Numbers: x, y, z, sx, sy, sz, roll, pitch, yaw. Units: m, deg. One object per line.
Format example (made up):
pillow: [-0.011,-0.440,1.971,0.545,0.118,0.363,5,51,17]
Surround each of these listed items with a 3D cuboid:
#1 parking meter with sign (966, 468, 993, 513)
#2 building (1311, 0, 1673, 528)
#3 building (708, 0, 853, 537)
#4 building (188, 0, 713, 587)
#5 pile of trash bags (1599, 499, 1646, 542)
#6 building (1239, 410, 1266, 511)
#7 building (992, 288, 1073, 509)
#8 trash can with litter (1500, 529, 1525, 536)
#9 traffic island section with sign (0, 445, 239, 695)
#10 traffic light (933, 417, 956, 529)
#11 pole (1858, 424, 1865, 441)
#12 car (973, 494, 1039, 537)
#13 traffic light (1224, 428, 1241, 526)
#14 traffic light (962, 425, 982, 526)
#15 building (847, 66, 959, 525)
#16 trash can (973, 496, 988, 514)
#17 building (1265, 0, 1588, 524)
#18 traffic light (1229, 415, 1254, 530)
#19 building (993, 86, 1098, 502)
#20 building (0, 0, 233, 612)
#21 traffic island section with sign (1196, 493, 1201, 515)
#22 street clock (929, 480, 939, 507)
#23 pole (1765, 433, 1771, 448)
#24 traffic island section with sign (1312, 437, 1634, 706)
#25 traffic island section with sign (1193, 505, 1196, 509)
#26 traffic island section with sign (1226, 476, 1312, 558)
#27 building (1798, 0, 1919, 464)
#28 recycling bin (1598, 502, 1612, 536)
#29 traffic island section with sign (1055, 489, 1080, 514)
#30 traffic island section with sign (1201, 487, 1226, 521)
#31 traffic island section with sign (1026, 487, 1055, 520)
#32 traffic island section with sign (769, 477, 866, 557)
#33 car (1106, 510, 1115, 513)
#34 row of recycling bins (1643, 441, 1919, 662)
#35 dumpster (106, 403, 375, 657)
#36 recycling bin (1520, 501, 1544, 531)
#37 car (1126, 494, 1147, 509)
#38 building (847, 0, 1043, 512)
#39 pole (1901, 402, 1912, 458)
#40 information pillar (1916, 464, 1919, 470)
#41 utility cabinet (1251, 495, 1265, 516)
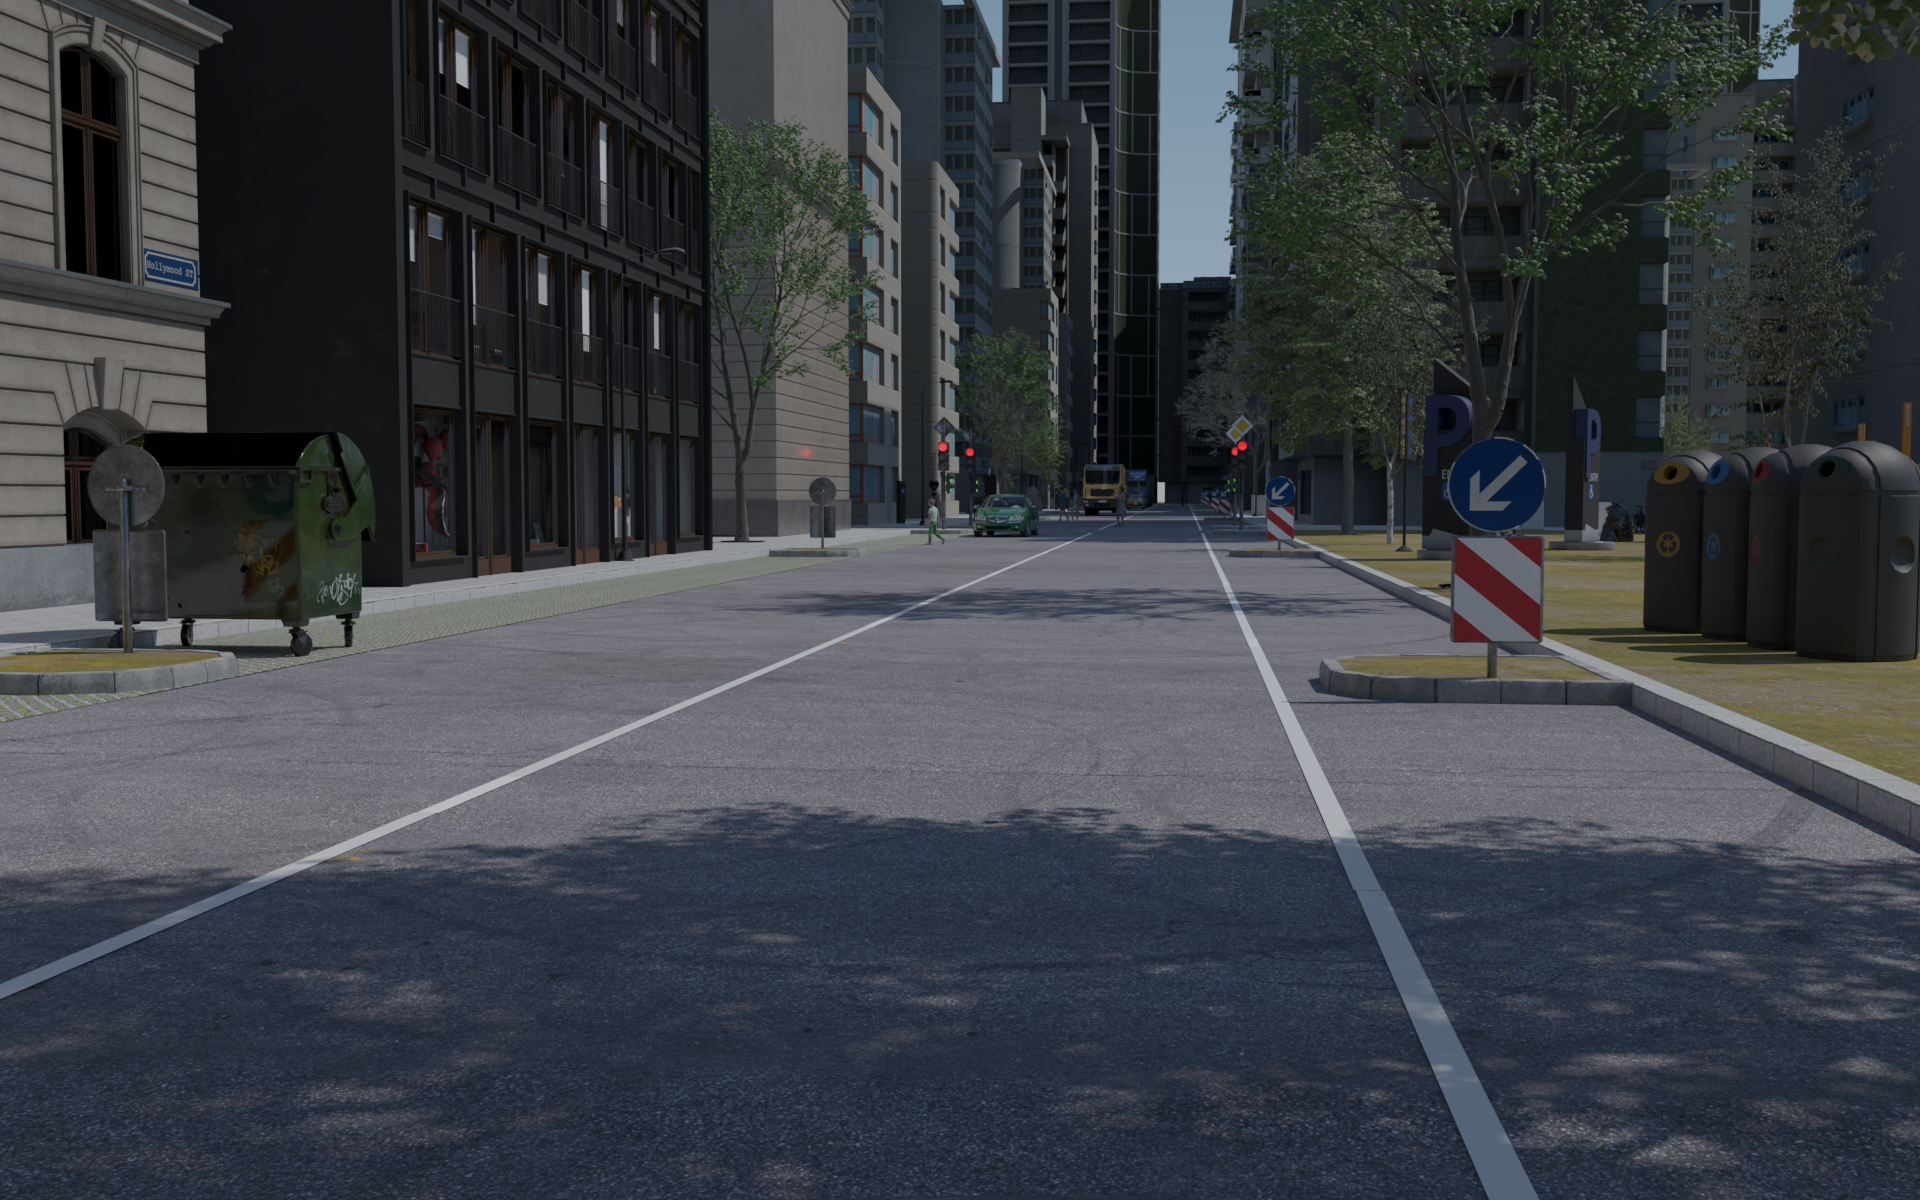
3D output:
parking meter with sign: [1.253,-7.267,115.083,1.738,3.016,0.543,-1,4,-21]
building: [20.943,-18.436,73.133,14.107,30.474,14.160,0,4,7]
building: [-16.707,-15.962,58.245,25.104,27.353,12.463,0,4,7]
building: [-12.742,-12.357,31.712,12.332,23.373,15.834,0,4,7]
pile of trash bags: [18.792,-2.229,46.189,3.447,1.369,1.912,3,5,39]
building: [32.312,-49.668,124.740,22.319,86.520,31.000,0,4,7]
building: [-4.237,-19.367,161.689,27.650,21.520,28.899,0,4,7]
trash can with litter: [15.770,-2.438,50.922,2.233,1.210,1.678,-2,4,-29]
traffic island section with sign: [-6.704,-0.281,13.215,1.989,1.847,2.006,0,4,7]
traffic light: [-0.567,-4.510,62.661,0.839,4.253,0.868,0,4,7]
pole: [26.058,-3.444,50.146,0.158,3.312,0.155,0,3,0]
car: [1.611,-2.897,59.164,2.131,1.459,4.920,1,4,9]
traffic light: [10.984,-4.912,69.239,0.839,4.253,0.868,0,4,7]
traffic light: [0.458,-4.994,70.580,0.839,4.253,0.868,0,4,7]
building: [-15.628,-14.760,86.368,27.650,21.520,28.899,0,4,7]
trash can: [1.195,-5.865,107.542,0.748,1.137,0.748,0,3,0]
building: [22.782,-19.375,88.489,14.160,30.474,14.107,0,4,7]
traffic light: [9.959,-4.428,61.320,0.839,4.253,0.868,0,4,7]
building: [5.709,-35.931,211.168,21.600,48.544,21.300,0,4,7]
building: [-17.137,-11.437,6.079,14.460,24.649,34.723,0,4,7]
traffic island section with sign: [17.735,-6.882,121.148,1.989,1.847,2.006,0,4,7]
street clock: [-1.314,-5.058,87.276,0.471,2.002,0.358,-1,4,-23]
pole: [27.190,-3.946,58.362,0.158,3.312,0.155,0,3,0]
traffic island section with sign: [3.707,-0.254,12.777,1.989,1.847,2.006,0,4,7]
traffic island section with sign: [24.096,-9.886,170.262,1.989,1.847,2.006,0,4,7]
traffic island section with sign: [7.215,-1.910,39.860,1.989,1.847,2.006,0,4,7]
building: [46.712,-27.313,70.266,21.600,48.544,21.300,0,4,7]
recycling bin: [19.756,-2.527,53.871,0.722,1.027,0.722,-2,4,-24]
traffic island section with sign: [7.494,-6.981,122.767,1.989,1.847,2.006,0,4,7]
traffic island section with sign: [14.268,-5.237,94.247,1.989,1.847,2.006,0,4,7]
traffic island section with sign: [4.033,-5.346,96.034,1.989,1.847,2.006,0,4,7]
traffic island section with sign: [-3.224,-1.919,40.002,1.989,1.847,2.006,0,4,7]
car: [10.990,-7.391,132.643,2.131,1.459,4.920,0,4,7]
row of recycling bins: [6.999,-0.476,14.903,1.069,1.692,3.534,0,4,-3]
dumpster: [-6.528,-0.656,15.672,1.985,2.255,1.502,0,4,8]
recycling bin: [20.006,-2.936,60.558,0.722,1.027,0.722,1,4,14]
car: [16.772,-9.455,164.816,2.015,1.641,3.980,0,4,8]
building: [-10.458,-26.690,128.257,32.217,40.220,23.993,0,4,7]
pole: [21.087,-2.741,38.652,0.158,3.312,0.155,0,3,0]
information pillar: [23.393,-2.330,42.585,0.304,2.012,0.304,3,4,36]
utility cabinet: [17.518,-5.512,101.279,0.306,1.237,1.020,-3,5,-40]
